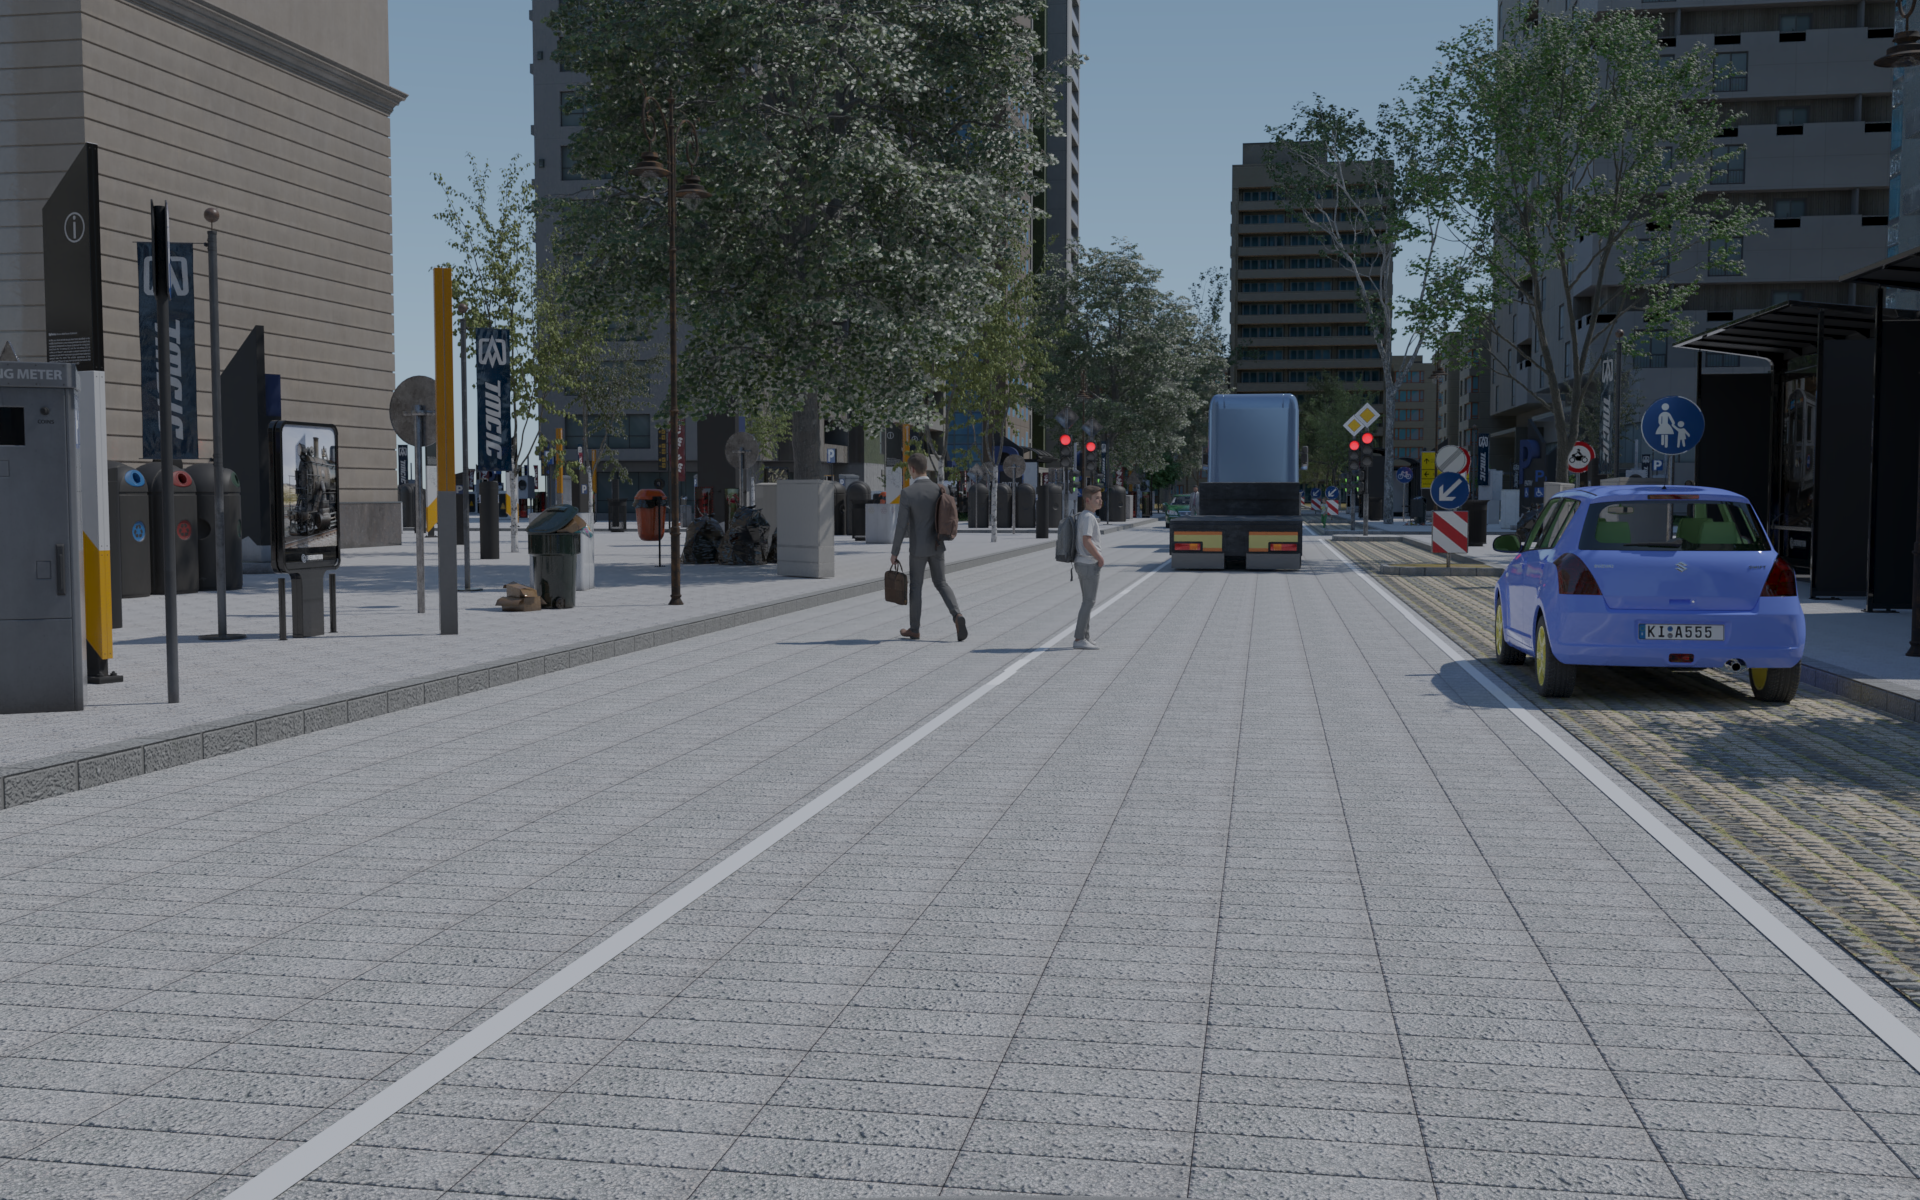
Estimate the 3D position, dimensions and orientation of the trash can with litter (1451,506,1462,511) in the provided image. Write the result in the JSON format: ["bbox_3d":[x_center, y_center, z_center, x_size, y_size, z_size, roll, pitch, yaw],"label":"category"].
[{"bbox_3d":[14.846,-2.424,51.015,0.624,1.170,1.055,-1,4,-9],"label":"trash can with litter"}]

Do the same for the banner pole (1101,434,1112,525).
[{"bbox_3d":[6.045,-5.014,71.988,0.401,3.779,0.863,2,4,31],"label":"banner pole"}]

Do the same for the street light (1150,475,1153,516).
[{"bbox_3d":[11.300,-7.911,102.128,0.468,5.910,1.993,1,4,10],"label":"street light"}]

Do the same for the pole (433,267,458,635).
[{"bbox_3d":[-4.678,-1.340,15.749,0.158,3.312,0.155,0,3,0],"label":"pole"}]

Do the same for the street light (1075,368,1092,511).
[{"bbox_3d":[4.520,-5.546,63.469,0.468,5.910,1.993,1,4,10],"label":"street light"}]

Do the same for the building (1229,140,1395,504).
[{"bbox_3d":[48.372,-37.707,240.218,21.600,48.544,21.300,1,4,10],"label":"building"}]

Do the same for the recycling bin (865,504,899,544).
[{"bbox_3d":[-1.990,-1.979,44.918,0.722,1.027,0.722,1,4,22],"label":"recycling bin"}]

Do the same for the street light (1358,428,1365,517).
[{"bbox_3d":[22.109,-7.517,95.698,0.468,5.910,1.993,1,4,10],"label":"street light"}]

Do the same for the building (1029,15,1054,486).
[{"bbox_3d":[-1.653,-44.399,164.175,20.563,71.187,20.611,1,4,10],"label":"building"}]

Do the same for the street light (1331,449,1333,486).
[{"bbox_3d":[28.906,-9.879,134.316,0.468,5.910,1.993,1,4,10],"label":"street light"}]

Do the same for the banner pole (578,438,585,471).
[{"bbox_3d":[-16.721,-5.295,76.594,0.401,3.779,0.863,1,4,12],"label":"banner pole"}]

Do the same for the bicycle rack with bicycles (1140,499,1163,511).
[{"bbox_3d":[14.087,-6.899,126.175,2.852,0.926,2.925,2,4,29],"label":"bicycle rack with bicycles"}]

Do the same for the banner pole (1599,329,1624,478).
[{"bbox_3d":[10.010,-2.241,26.660,0.401,3.779,0.863,0,4,-3],"label":"banner pole"}]

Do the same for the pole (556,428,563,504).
[{"bbox_3d":[-12.426,-3.665,53.769,0.158,3.312,0.155,0,3,0],"label":"pole"}]

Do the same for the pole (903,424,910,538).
[{"bbox_3d":[-1.570,-3.472,50.603,0.158,3.312,0.155,0,3,0],"label":"pole"}]

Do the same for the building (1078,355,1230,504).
[{"bbox_3d":[24.016,-24.664,248.297,28.899,21.520,27.650,1,4,10],"label":"building"}]

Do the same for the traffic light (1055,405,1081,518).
[{"bbox_3d":[3.380,-4.026,54.739,0.839,4.253,0.868,1,4,10],"label":"traffic light"}]

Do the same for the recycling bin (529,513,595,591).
[{"bbox_3d":[-5.335,-0.652,23.221,0.722,1.027,0.722,0,4,1],"label":"recycling bin"}]

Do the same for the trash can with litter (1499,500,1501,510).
[{"bbox_3d":[28.707,-4.970,92.642,0.624,1.170,1.055,2,4,35],"label":"trash can with litter"}]

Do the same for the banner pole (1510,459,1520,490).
[{"bbox_3d":[39.404,-8.148,123.244,0.863,3.779,0.401,1,4,20],"label":"banner pole"}]

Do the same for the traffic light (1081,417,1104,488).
[{"bbox_3d":[4.772,-4.507,62.602,0.839,4.253,0.868,1,4,10],"label":"traffic light"}]

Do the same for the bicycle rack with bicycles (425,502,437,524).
[{"bbox_3d":[-23.118,-3.742,74.568,2.852,0.926,2.925,0,4,3],"label":"bicycle rack with bicycles"}]

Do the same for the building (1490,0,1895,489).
[{"bbox_3d":[60.971,-34.138,147.396,28.713,52.752,27.495,1,4,10],"label":"building"}]

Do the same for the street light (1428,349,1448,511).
[{"bbox_3d":[14.350,-4.854,52.148,0.468,5.910,1.993,1,4,10],"label":"street light"}]

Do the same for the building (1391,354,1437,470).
[{"bbox_3d":[73.851,-24.165,240.130,28.899,21.520,27.650,1,4,10],"label":"building"}]

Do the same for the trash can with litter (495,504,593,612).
[{"bbox_3d":[-4.619,-0.479,19.216,0.624,1.170,1.055,2,4,27],"label":"trash can with litter"}]

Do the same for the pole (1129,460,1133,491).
[{"bbox_3d":[9.924,-6.524,100.517,0.158,3.312,0.155,0,3,0],"label":"pole"}]

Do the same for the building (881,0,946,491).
[{"bbox_3d":[-13.400,-30.420,121.063,21.300,48.544,21.600,1,4,10],"label":"building"}]

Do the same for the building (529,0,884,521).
[{"bbox_3d":[-12.203,-19.313,87.465,14.160,30.474,14.107,1,4,10],"label":"building"}]

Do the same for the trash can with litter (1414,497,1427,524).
[{"bbox_3d":[19.294,-3.756,72.791,0.624,1.170,1.055,1,4,15],"label":"trash can with litter"}]

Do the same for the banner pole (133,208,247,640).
[{"bbox_3d":[-6.772,-1.542,15.221,0.863,3.779,0.401,-1,4,-8],"label":"banner pole"}]

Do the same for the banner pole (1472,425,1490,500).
[{"bbox_3d":[18.781,-4.443,62.658,0.863,3.779,0.401,-1,4,-19],"label":"banner pole"}]

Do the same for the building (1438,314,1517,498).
[{"bbox_3d":[64.496,-20.265,176.371,27.650,21.520,28.899,1,4,10],"label":"building"}]

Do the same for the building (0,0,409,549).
[{"bbox_3d":[-26.868,-14.787,39.028,25.104,27.353,12.463,1,4,10],"label":"building"}]

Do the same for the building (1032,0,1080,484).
[{"bbox_3d":[-1.270,-39.727,191.543,28.212,58.520,21.231,1,4,10],"label":"building"}]

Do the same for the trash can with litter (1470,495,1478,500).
[{"bbox_3d":[30.306,-5.623,102.996,1.678,1.210,2.233,-3,5,-40],"label":"trash can with litter"}]

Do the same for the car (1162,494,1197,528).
[{"bbox_3d":[9.761,-3.818,74.229,2.131,1.459,4.920,1,4,8],"label":"car"}]

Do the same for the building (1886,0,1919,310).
[{"bbox_3d":[95.912,-33.874,173.455,30.456,49.044,23.786,1,4,10],"label":"building"}]

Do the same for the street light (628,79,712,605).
[{"bbox_3d":[-3.290,-2.880,19.881,0.468,5.910,1.993,1,4,10],"label":"street light"}]

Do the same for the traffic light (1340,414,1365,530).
[{"bbox_3d":[13.846,-4.410,61.018,0.839,4.253,0.868,1,4,10],"label":"traffic light"}]

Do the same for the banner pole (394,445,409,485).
[{"bbox_3d":[-24.911,-5.322,77.039,0.863,3.779,0.401,0,4,6],"label":"banner pole"}]

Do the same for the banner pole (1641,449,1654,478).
[{"bbox_3d":[37.970,-6.453,95.529,0.401,3.779,0.863,-3,5,-45],"label":"banner pole"}]

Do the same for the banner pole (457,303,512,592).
[{"bbox_3d":[-6.336,-2.016,22.981,0.863,3.779,0.401,-2,4,-33],"label":"banner pole"}]

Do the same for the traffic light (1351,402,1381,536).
[{"bbox_3d":[12.453,-3.929,53.154,0.839,4.253,0.868,1,4,10],"label":"traffic light"}]

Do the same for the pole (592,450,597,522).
[{"bbox_3d":[-16.814,-5.248,79.655,0.158,3.312,0.155,0,3,0],"label":"pole"}]

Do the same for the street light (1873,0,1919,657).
[{"bbox_3d":[7.582,-2.492,13.524,0.468,5.910,1.993,1,4,10],"label":"street light"}]

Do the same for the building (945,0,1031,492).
[{"bbox_3d":[-1.869,-30.376,146.750,14.600,45.320,14.200,1,4,10],"label":"building"}]

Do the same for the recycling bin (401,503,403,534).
[{"bbox_3d":[-18.533,-2.669,56.188,0.722,1.027,0.722,-2,4,-32],"label":"recycling bin"}]

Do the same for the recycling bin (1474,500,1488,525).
[{"bbox_3d":[21.338,-3.610,71.577,0.722,1.027,0.722,-3,5,-41],"label":"recycling bin"}]

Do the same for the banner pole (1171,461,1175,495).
[{"bbox_3d":[16.157,-8.888,135.330,0.863,3.779,0.401,-2,4,-24],"label":"banner pole"}]

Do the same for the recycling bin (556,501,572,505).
[{"bbox_3d":[-15.215,-3.350,67.320,0.722,1.027,0.722,1,4,21],"label":"recycling bin"}]
